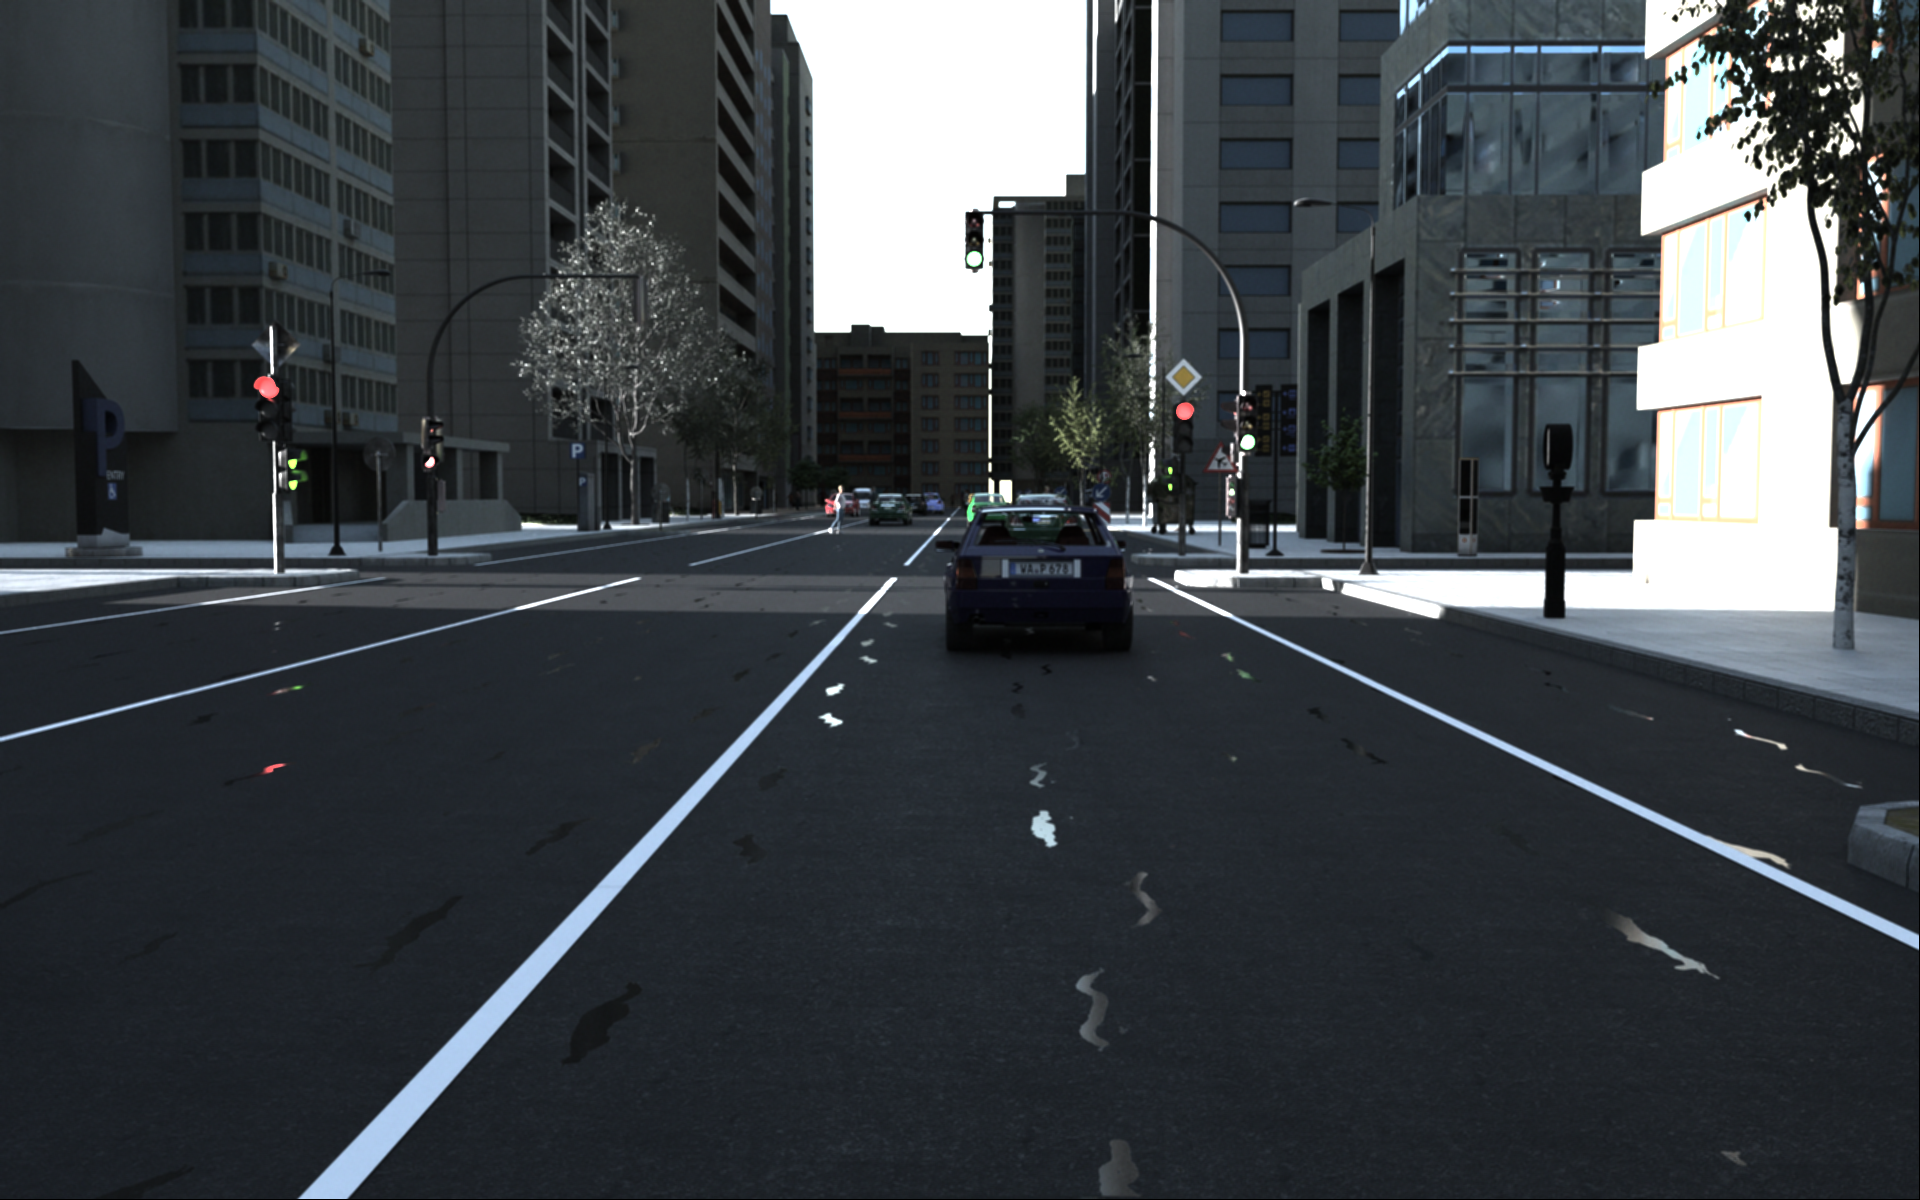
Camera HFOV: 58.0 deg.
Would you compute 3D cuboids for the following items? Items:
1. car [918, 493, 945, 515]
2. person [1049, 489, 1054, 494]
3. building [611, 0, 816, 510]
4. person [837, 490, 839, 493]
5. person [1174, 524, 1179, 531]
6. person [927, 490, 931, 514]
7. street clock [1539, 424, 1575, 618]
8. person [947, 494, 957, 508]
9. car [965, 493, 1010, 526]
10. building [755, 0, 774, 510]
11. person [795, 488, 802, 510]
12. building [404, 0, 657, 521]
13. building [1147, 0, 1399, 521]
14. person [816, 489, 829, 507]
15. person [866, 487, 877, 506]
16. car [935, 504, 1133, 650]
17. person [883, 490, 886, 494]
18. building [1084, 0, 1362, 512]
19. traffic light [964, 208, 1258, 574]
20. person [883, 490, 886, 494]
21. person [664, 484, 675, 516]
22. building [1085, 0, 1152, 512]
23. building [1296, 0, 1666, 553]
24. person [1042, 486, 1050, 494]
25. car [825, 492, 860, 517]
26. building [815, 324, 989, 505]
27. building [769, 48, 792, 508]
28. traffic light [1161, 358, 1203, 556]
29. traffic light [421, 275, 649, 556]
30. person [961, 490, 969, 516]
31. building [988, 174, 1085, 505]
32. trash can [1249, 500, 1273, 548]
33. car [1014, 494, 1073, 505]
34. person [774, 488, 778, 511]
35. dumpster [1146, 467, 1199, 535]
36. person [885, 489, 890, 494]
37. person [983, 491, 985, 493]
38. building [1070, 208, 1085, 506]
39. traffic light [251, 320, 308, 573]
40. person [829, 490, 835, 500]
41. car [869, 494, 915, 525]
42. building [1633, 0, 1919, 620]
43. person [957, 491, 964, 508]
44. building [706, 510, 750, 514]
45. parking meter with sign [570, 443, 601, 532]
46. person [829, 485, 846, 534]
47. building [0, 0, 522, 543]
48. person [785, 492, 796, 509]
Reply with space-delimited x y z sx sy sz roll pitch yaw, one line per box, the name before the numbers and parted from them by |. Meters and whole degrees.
car | -2.018 -6.885 122.164 1.945 1.707 3.694 0 4 2
person | 7.799 -8.659 148.287 0.551 1.740 0.621 -3 5 -45
building | -26.041 -33.621 173.407 21.600 48.544 21.300 0 4 0
person | -12.294 -10.230 174.019 1.217 1.735 0.721 -1 4 -22
person | 7.618 -3.335 60.759 0.466 1.800 0.511 1 4 14
person | -2.231 -7.057 124.813 0.436 1.711 0.756 -2 4 -24
street clock | 6.174 -0.817 17.933 0.358 2.002 0.471 1 4 10
person | -0.758 -9.924 174.011 1.065 1.426 0.557 1 4 10
car | 1.199 -3.992 74.065 1.959 1.807 4.718 0 4 0
building | -22.819 -29.937 139.577 14.600 45.320 14.200 0 4 0
person | -12.817 -8.002 137.578 0.721 1.736 1.217 -2 4 -27
building | -26.578 -39.673 86.912 20.563 71.187 20.611 0 4 0
building | 21.226 -33.876 95.877 21.231 58.520 28.212 0 4 0
person | -13.603 -10.124 171.525 1.348 1.831 0.705 1 4 17
person | -4.366 -4.741 86.186 0.590 1.801 0.661 -1 4 -15
car | 0.721 -0.283 17.209 1.945 1.354 3.894 0 3 0
person | -7.195 -9.727 167.553 1.348 1.823 0.705 -3 4 -36
building | 21.639 -37.444 154.203 21.231 58.520 28.212 0 4 0
traffic light | 2.447 -3.248 27.771 4.771 5.953 1.251 0 4 0
person | -6.309 -8.111 141.833 0.721 1.743 1.217 -1 4 -21
person | -17.040 -5.818 101.023 0.748 1.841 0.638 1 4 14
building | 20.406 -42.245 128.957 20.563 71.187 20.611 0 4 0
building | 25.401 -44.857 46.089 31.000 86.520 22.319 0 4 0
person | 3.725 -3.991 74.110 0.694 1.780 0.624 -1 4 -9
car | -7.362 -6.117 109.058 2.155 1.783 4.494 0 4 2
building | -11.004 -22.403 211.329 28.899 21.520 27.650 0 4 0
building | -22.857 -28.789 154.292 14.154 41.232 14.086 0 4 0
traffic light | 4.594 -2.872 35.883 0.839 4.253 0.868 0 4 0
traffic light | -8.875 -3.751 35.994 4.771 5.953 1.251 0 4 0
person | 0.341 -6.418 114.224 0.721 1.735 1.217 -1 4 -20
building | 15.456 -31.861 212.813 23.993 40.220 32.217 0 4 0
trash can | 7.034 -1.801 41.102 0.748 1.137 0.748 0 3 0
car | 2.007 -1.839 41.870 2.131 1.459 4.920 0 4 2
person | -13.683 -7.472 128.932 0.721 1.735 1.217 0 4 0
dumpster | 6.812 -3.243 55.520 1.502 2.255 1.985 0 4 0
person | -5.437 -7.438 130.067 1.348 1.831 0.705 -1 4 -15
person | 2.584 -10.373 178.785 0.721 1.739 1.217 -3 4 -37
building | 18.157 -24.782 176.893 14.160 30.474 14.107 0 4 0
traffic light | -11.021 -2.389 27.988 0.839 4.253 0.868 0 4 0
person | -9.417 -7.297 128.751 0.756 1.711 0.436 1 4 19
car | -3.202 -4.209 80.621 2.131 1.459 4.920 0 4 2
building | 23.549 -10.096 10.108 27.650 21.520 28.899 0 4 0
person | 0.223 -10.374 178.794 1.217 1.739 0.721 -1 4 -19
building | -26.226 -30.455 121.635 21.300 48.544 21.600 0 4 0
parking meter with sign | -12.869 -3.878 59.664 0.543 3.016 1.738 0 4 7
person | -4.458 -3.273 62.689 0.598 1.740 0.731 0 4 6
building | -31.436 -22.046 52.338 32.217 40.220 23.993 0 4 0
person | -14.637 -8.597 149.857 1.065 1.426 0.557 0 4 -8
